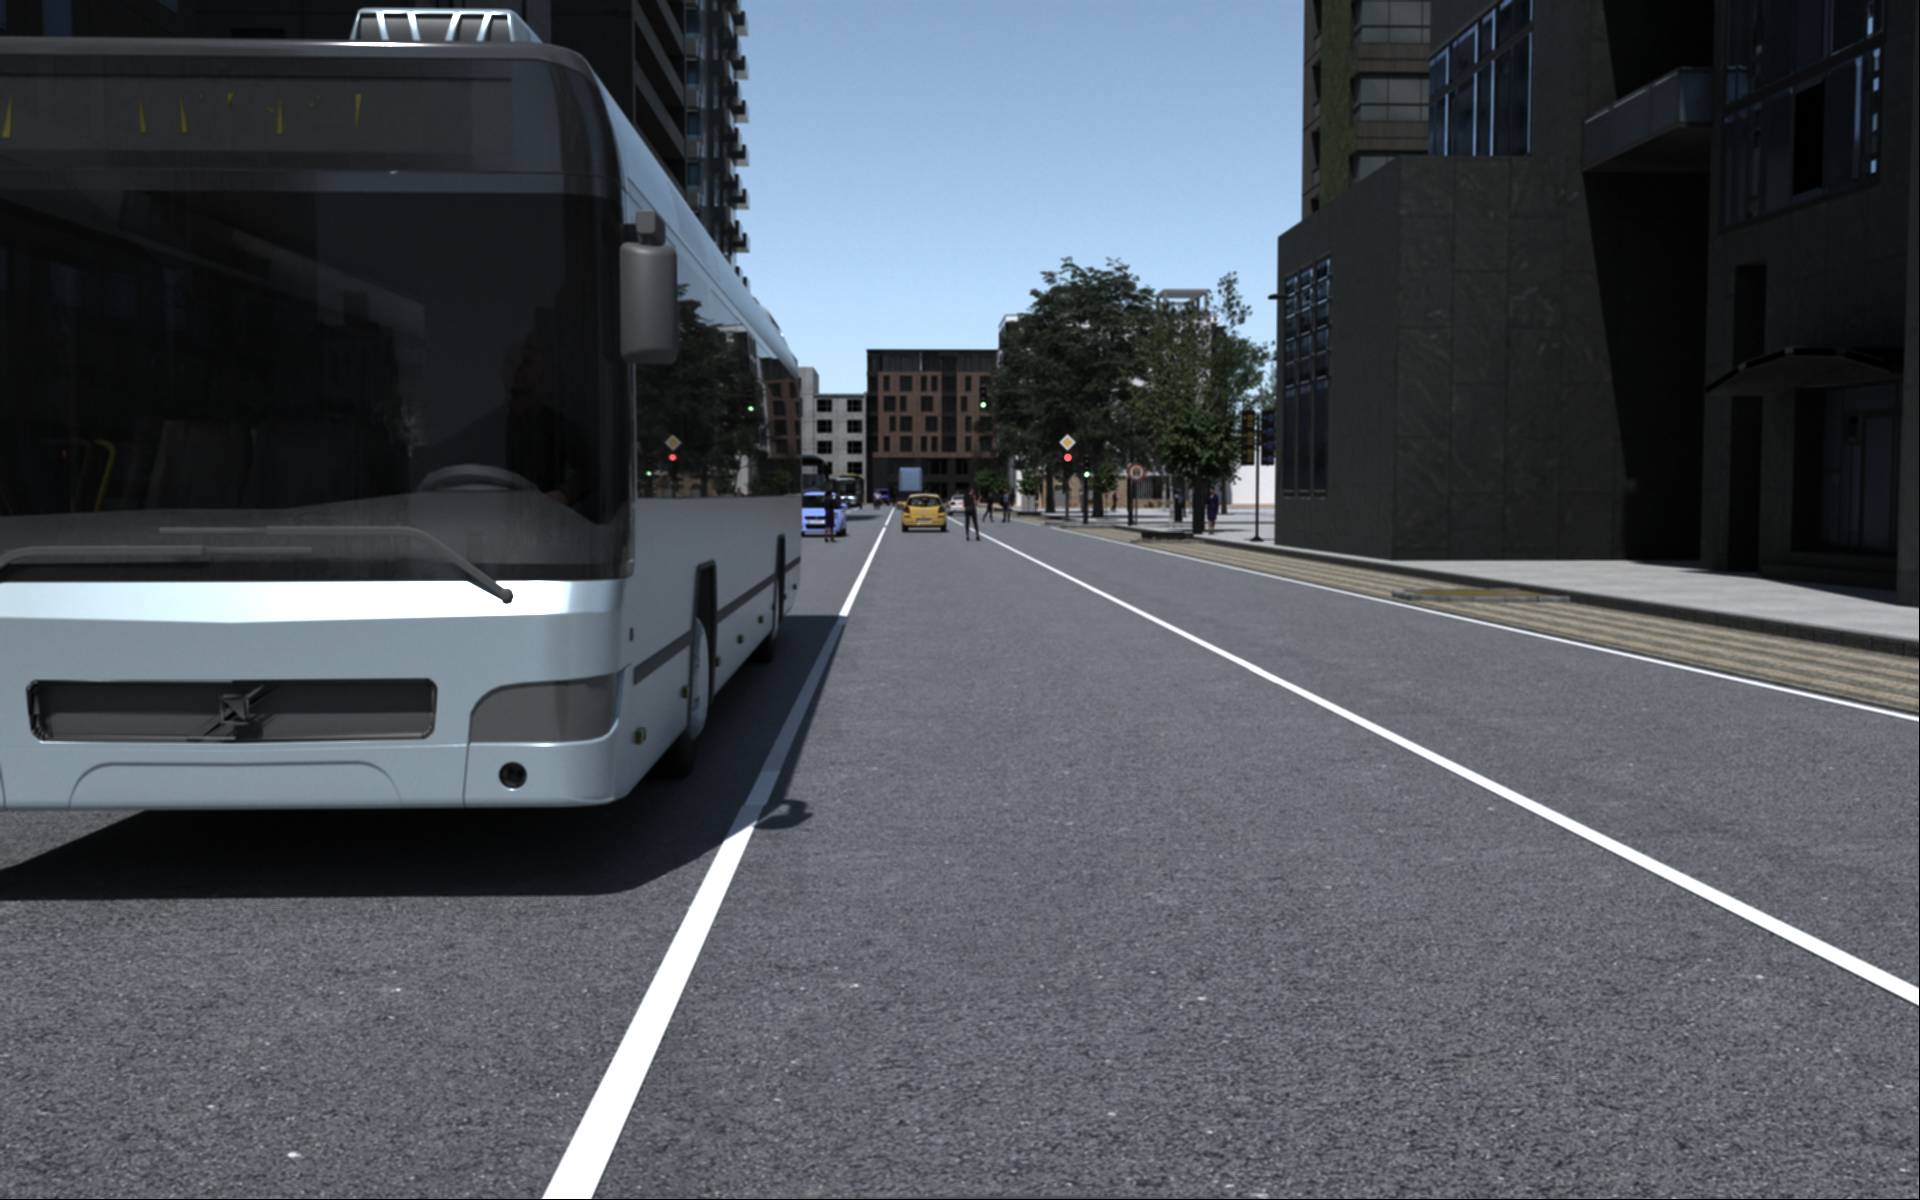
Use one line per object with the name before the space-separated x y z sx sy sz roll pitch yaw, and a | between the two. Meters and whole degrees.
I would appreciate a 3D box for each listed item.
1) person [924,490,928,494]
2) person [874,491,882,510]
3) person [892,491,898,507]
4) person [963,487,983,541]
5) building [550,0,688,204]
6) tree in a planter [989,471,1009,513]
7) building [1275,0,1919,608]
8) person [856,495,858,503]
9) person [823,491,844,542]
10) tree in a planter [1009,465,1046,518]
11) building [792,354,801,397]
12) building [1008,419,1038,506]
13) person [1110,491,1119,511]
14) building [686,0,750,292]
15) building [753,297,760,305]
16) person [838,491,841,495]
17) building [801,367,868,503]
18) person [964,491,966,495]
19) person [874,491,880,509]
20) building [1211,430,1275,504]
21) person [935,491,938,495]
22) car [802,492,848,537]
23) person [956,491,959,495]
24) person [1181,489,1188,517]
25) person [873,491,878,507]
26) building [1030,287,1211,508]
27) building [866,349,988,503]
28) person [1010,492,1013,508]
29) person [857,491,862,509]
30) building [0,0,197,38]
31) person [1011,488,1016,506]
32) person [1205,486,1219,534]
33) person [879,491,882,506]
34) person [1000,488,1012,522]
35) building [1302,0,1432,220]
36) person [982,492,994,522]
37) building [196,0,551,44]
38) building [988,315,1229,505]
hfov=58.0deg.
person | -3.092 -9.122 157.578 1.348 1.831 0.705 -1 4 -18
person | -7.540 -9.139 158.856 0.756 1.711 0.436 1 4 22
person | -7.149 -11.078 190.455 0.721 1.723 1.217 -2 4 -34
person | 0.384 -2.651 53.308 0.593 1.643 0.415 -1 4 -20
building | -26.513 -28.641 91.981 21.300 48.544 21.600 0 4 -2
tree in a planter | 3.251 -8.273 132.485 1.991 3.239 1.994 0 4 -2
building | 19.642 -43.635 26.098 22.319 86.520 31.000 0 4 -2
person | -12.268 -11.764 201.564 1.217 1.736 0.721 3 5 43
person | -3.792 -2.482 51.446 0.453 1.535 0.546 2 4 33
tree in a planter | 4.182 -6.626 105.557 1.991 3.239 1.994 0 4 -2
building | -36.894 -21.646 220.371 31.486 18.905 16.747 0 4 -2
building | 10.401 -14.780 183.805 9.099 9.664 28.070 0 4 -2
person | 11.546 -7.339 128.722 0.600 1.496 0.574 2 4 28
building | -27.981 -31.389 132.817 23.786 49.044 30.456 0 4 -2
building | -27.308 -18.644 171.292 16.747 18.905 31.486 0 4 -2
person | -12.802 -10.666 182.977 0.705 1.812 1.348 -1 4 -22
building | -29.093 -23.396 248.989 31.486 18.905 16.747 0 4 -2
person | 0.772 -12.653 215.934 0.990 1.755 0.434 -2 4 -35
person | -8.011 -9.599 166.365 0.530 1.710 0.541 -1 4 -22
building | 46.145 -17.489 228.092 28.070 9.664 9.099 0 4 -2
person | -3.090 -12.858 218.753 1.348 1.821 0.705 1 4 23
car | -4.785 -3.027 59.085 1.945 1.707 3.694 0 4 -1
person | -0.211 -11.419 195.750 0.434 1.755 0.990 2 4 30
person | 12.374 -5.382 96.246 0.499 1.552 0.429 0 4 -5
person | -9.470 -11.472 195.938 0.709 1.838 0.599 -2 4 -30
building | 14.755 -18.808 163.935 16.016 20.091 11.380 0 4 -2
building | 2.766 -25.169 255.486 32.646 21.610 27.936 0 4 -2
person | 4.575 -9.124 158.441 0.599 1.433 0.991 0 4 4
person | -9.654 -9.621 166.256 0.568 1.767 0.683 -3 5 -41
building | -25.290 -23.501 34.350 14.600 45.320 14.200 0 4 -2
person | 5.470 -10.621 179.333 0.705 1.869 1.348 -1 4 -16
person | 8.007 -2.852 55.050 0.453 1.535 0.546 0 4 -2
person | -9.642 -12.273 209.104 0.705 1.831 1.348 -1 4 -10
person | 2.317 -4.800 87.807 0.655 1.722 0.431 2 4 34
building | 19.838 -23.238 63.528 14.154 41.232 14.086 0 4 -2
person | 1.461 -4.779 89.184 0.613 1.512 0.480 0 4 -5
building | -25.562 -37.809 56.427 20.611 71.187 20.563 0 4 -2
building | 18.548 -22.634 214.037 27.936 21.610 32.646 0 4 -2
